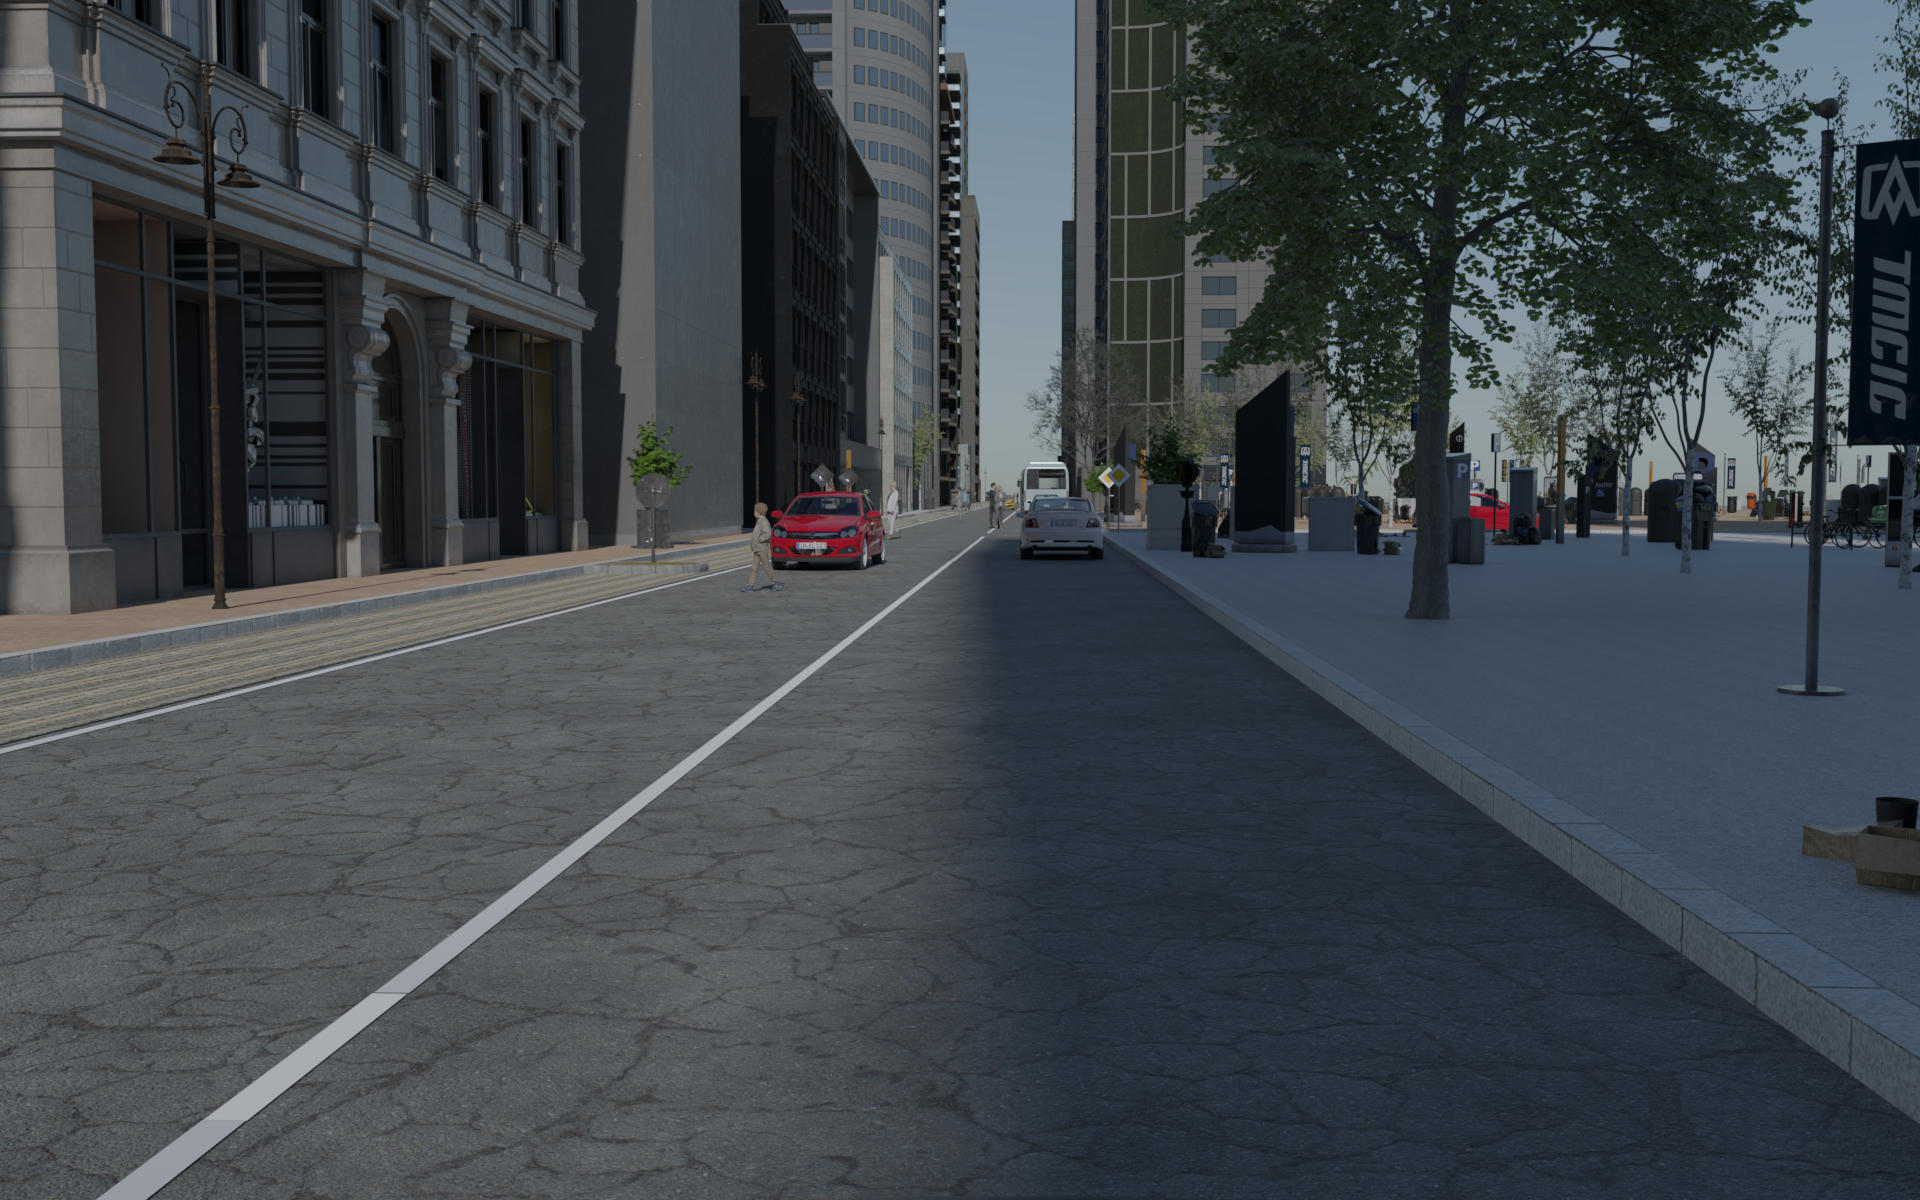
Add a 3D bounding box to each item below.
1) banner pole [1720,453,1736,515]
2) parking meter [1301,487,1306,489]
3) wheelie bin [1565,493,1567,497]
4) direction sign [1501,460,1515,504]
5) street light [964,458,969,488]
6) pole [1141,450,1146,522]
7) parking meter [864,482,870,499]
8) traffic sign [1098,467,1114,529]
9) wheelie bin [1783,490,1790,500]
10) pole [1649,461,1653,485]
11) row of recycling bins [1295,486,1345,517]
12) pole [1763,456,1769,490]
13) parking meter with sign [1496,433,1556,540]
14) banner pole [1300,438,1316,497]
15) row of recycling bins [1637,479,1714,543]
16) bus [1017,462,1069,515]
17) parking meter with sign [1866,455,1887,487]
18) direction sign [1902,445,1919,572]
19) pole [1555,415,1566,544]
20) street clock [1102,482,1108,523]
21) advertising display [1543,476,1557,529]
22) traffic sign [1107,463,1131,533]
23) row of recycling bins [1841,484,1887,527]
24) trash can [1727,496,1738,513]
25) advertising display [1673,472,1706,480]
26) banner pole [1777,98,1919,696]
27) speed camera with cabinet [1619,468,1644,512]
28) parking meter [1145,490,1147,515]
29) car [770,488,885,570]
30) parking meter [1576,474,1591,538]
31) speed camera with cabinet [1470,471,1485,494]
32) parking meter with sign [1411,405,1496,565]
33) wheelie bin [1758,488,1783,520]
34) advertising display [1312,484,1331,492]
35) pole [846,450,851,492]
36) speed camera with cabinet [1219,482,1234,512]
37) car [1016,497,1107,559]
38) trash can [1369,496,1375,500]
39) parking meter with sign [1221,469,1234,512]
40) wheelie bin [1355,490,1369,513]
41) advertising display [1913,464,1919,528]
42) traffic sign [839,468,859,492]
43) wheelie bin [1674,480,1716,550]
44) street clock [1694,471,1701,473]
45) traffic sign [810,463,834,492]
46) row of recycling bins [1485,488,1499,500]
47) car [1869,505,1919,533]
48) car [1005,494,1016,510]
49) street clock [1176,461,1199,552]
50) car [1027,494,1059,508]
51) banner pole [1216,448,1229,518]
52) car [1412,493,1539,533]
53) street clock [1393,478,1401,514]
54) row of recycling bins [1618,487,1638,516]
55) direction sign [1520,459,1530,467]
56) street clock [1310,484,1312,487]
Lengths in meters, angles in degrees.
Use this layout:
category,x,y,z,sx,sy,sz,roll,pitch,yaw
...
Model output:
category,x,y,z,sx,sy,sz,roll,pitch,yaw
banner pole,47.021,-7.094,105.998,0.863,3.779,0.401,3,4,37
parking meter,19.514,-5.653,98.129,0.255,1.863,0.399,-1,4,-20
wheelie bin,44.484,-7.367,128.356,0.980,1.594,0.693,0,4,-1
direction sign,36.002,-7.453,113.848,0.876,3.537,0.379,-1,4,-8
street light,1.033,-15.407,224.699,0.468,5.910,1.993,0,4,3
pole,8.451,-5.263,79.894,0.158,3.312,0.155,0,3,0
parking meter,-4.679,-4.974,87.036,0.255,1.863,0.399,1,4,13
traffic sign,5.528,-3.714,64.364,0.795,2.450,0.064,0,4,3
wheelie bin,57.448,-6.908,120.847,0.693,1.594,0.980,-2,4,-30
pole,43.009,-6.973,107.853,0.158,3.312,0.155,0,3,0
row of recycling bins,19.565,-5.368,94.884,1.069,1.692,3.534,-3,5,-40
pole,42.787,-6.002,91.975,0.158,3.312,0.155,0,3,0
parking meter with sign,16.004,-3.236,49.177,1.738,3.016,0.543,3,4,37
banner pole,15.536,-5.331,77.173,0.863,3.779,0.401,0,4,2
row of recycling bins,19.625,-2.440,47.007,1.069,1.692,3.534,3,5,40
bus,5.075,-6.822,106.406,2.948,3.499,13.247,0,4,1
parking meter with sign,41.467,-4.963,77.406,1.738,3.016,0.543,1,4,12
direction sign,15.832,-2.226,28.394,0.876,3.537,0.379,-1,4,-11
pole,15.480,-3.105,44.608,0.158,3.312,0.155,0,3,0
street clock,6.595,-4.497,78.098,0.358,2.002,0.471,-1,4,-17
advertising display,21.669,-3.552,63.292,0.123,1.923,0.974,-1,4,-18
traffic sign,5.165,-3.226,56.387,0.795,2.450,0.064,0,4,3
row of recycling bins,36.244,-3.726,68.028,1.069,1.692,3.534,-2,4,-26
trash can,52.149,-6.442,116.976,0.748,1.137,0.748,0,3,0
advertising display,21.772,-2.848,51.773,0.123,1.923,0.974,-3,4,-39
banner pole,5.685,-1.279,10.935,0.863,3.779,0.401,2,4,34
speed camera with cabinet,48.594,-8.032,125.652,2.038,3.252,0.660,1,4,20
parking meter,11.395,-5.972,106.048,0.372,1.533,0.369,0,3,0
car,-2.561,-1.528,34.028,2.155,1.783,4.494,0,4,5
parking meter,18.334,-2.764,50.903,0.399,1.863,0.255,-3,4,-36
speed camera with cabinet,30.435,-6.686,103.647,2.038,3.252,0.660,-2,4,-26
parking meter with sign,9.110,-2.197,32.189,0.543,3.016,1.738,-1,4,-21
wheelie bin,39.554,-4.704,84.812,0.693,1.594,0.980,0,4,-1
advertising display,22.163,-6.198,106.552,0.974,1.923,0.123,1,4,14
pole,-5.150,-5.282,80.200,0.158,3.312,0.155,0,3,0
speed camera with cabinet,19.562,-7.982,124.845,0.660,3.252,2.038,-2,4,-32
car,2.317,-1.662,39.540,2.083,1.381,4.827,0,4,3
trash can,31.913,-7.467,133.732,0.748,1.137,0.748,0,3,0
parking meter with sign,18.798,-7.706,122.257,0.543,3.016,1.738,0,4,-7
wheelie bin,20.947,-5.034,90.221,0.693,1.594,0.980,0,4,6
advertising display,20.410,-1.906,36.373,0.974,1.923,0.123,1,4,20
traffic sign,-4.156,-3.742,64.822,0.795,2.450,0.064,0,4,3
wheelie bin,16.990,-1.961,39.973,0.980,1.594,0.693,-2,4,-28
street clock,22.981,-3.027,54.055,0.471,2.002,0.358,1,4,16
traffic sign,-4.518,-3.254,56.846,0.795,2.450,0.064,0,4,3
row of recycling bins,35.723,-6.826,118.725,1.069,1.692,3.534,-1,4,-16
car,33.187,-3.019,58.161,4.718,1.807,1.959,0,4,2
car,4.015,-8.846,154.857,2.015,1.641,3.980,0,4,1
street clock,5.029,-2.067,38.370,0.471,2.002,0.358,3,5,44
car,4.637,-4.944,92.632,2.131,1.459,4.920,0,4,4
banner pole,14.081,-6.320,93.341,0.863,3.779,0.401,1,4,14
car,18.070,-3.138,60.350,4.494,1.783,2.155,0,4,2
street clock,19.696,-4.498,78.104,0.358,2.002,0.471,1,4,23
row of recycling bins,39.359,-5.810,102.104,3.534,1.692,1.069,1,4,15
direction sign,37.007,-7.430,113.469,0.379,3.537,0.876,-2,4,-23
street clock,25.771,-7.446,126.304,0.471,2.002,0.358,-3,4,-37
